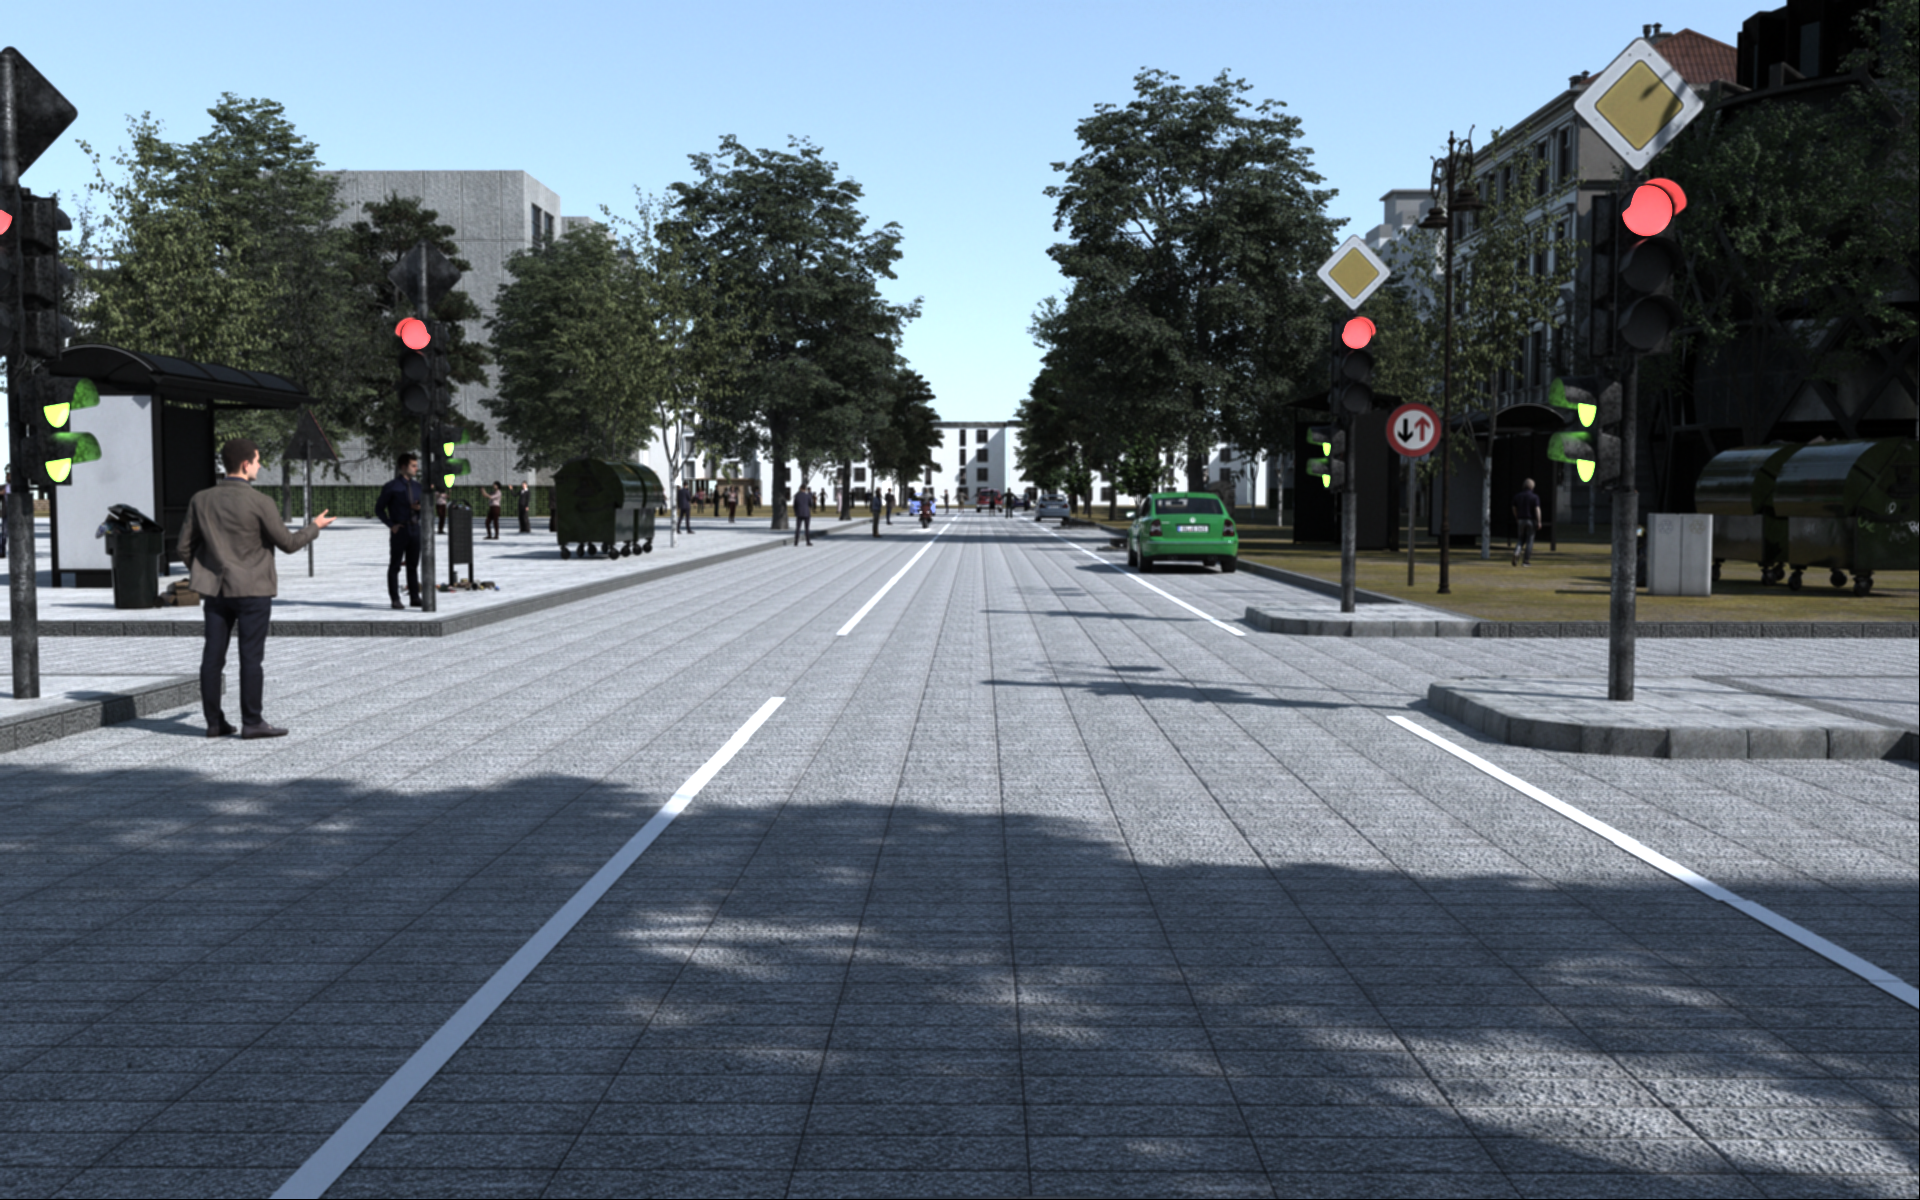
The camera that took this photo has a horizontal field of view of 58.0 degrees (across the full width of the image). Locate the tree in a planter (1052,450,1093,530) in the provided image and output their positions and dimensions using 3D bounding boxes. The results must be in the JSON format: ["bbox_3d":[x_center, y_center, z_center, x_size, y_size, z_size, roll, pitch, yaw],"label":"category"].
[{"bbox_3d":[4.777,-4.490,70.628,1.991,3.239,1.994,0,4,1],"label":"tree in a planter"}]

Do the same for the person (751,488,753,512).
[{"bbox_3d":[-14.825,-7.055,122.117,0.721,1.735,1.217,-1,4,-19],"label":"person"}]

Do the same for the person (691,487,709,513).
[{"bbox_3d":[-17.404,-6.685,116.067,1.217,1.743,0.721,0,4,-4],"label":"person"}]

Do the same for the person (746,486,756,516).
[{"bbox_3d":[-12.265,-5.799,101.590,0.721,1.736,1.217,-2,4,-34],"label":"person"}]

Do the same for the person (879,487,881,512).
[{"bbox_3d":[-5.642,-6.881,119.256,0.721,1.736,1.217,-1,4,-9],"label":"person"}]

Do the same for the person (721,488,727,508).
[{"bbox_3d":[-22.316,-9.728,164.728,1.348,1.869,0.705,3,4,39],"label":"person"}]

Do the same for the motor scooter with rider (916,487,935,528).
[{"bbox_3d":[-1.477,-3.911,72.910,0.876,1.779,1.986,0,4,2],"label":"motor scooter with rider"}]

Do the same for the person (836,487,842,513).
[{"bbox_3d":[-7.878,-6.576,114.235,0.551,1.740,0.621,-2,4,-32],"label":"person"}]

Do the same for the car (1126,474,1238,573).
[{"bbox_3d":[4.180,-1.479,32.976,1.959,1.807,4.718,0,4,1],"label":"car"}]

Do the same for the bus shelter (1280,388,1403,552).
[{"bbox_3d":[9.077,-3.080,41.640,1.731,3.624,6.357,0,4,1],"label":"bus shelter"}]

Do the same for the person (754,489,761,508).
[{"bbox_3d":[-18.228,-9.167,156.376,0.683,1.767,0.568,-3,5,-42],"label":"person"}]

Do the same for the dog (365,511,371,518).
[{"bbox_3d":[-31.029,-4.481,90.997,0.550,0.427,0.748,2,4,34],"label":"dog"}]

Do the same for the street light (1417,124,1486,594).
[{"bbox_3d":[6.253,-3.022,22.200,0.468,5.910,1.993,0,4,1],"label":"street light"}]

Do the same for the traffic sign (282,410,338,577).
[{"bbox_3d":[-10.045,-1.635,26.742,0.884,2.594,0.081,0,4,4],"label":"traffic sign"}]

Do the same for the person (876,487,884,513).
[{"bbox_3d":[-5.459,-6.796,117.674,0.721,1.766,1.217,1,4,20],"label":"person"}]

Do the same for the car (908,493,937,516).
[{"bbox_3d":[-2.464,-6.372,113.772,1.945,1.707,3.694,0,4,-1],"label":"car"}]

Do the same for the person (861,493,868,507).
[{"bbox_3d":[-9.278,-9.904,171.234,1.065,1.426,0.557,0,4,0],"label":"person"}]

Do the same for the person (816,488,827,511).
[{"bbox_3d":[-10.183,-7.399,127.734,0.721,1.735,1.217,3,4,38],"label":"person"}]

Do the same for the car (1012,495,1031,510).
[{"bbox_3d":[5.609,-9.061,160.724,1.945,1.354,3.894,0,4,-1],"label":"car"}]

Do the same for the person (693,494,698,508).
[{"bbox_3d":[-24.159,-9.143,158.757,0.697,1.427,0.421,-1,4,-15],"label":"person"}]

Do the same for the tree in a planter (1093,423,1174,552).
[{"bbox_3d":[4.479,-2.842,43.686,1.991,3.239,1.994,0,4,1],"label":"tree in a planter"}]

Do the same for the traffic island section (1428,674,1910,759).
[{"bbox_3d":[4.143,0.702,10.803,2.009,0.180,2.903,0,4,1],"label":"traffic island section"}]

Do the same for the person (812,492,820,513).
[{"bbox_3d":[-9.796,-6.586,116.976,0.557,1.426,1.065,-2,4,-33],"label":"person"}]

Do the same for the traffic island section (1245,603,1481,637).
[{"bbox_3d":[4.228,0.214,18.788,2.009,0.180,2.903,0,4,1],"label":"traffic island section"}]

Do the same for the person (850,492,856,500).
[{"bbox_3d":[-9.302,-8.424,144.601,1.217,1.723,0.721,0,4,3],"label":"person"}]

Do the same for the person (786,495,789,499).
[{"bbox_3d":[-12.733,-7.213,123.935,1.348,1.831,0.705,3,5,40],"label":"person"}]

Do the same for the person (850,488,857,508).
[{"bbox_3d":[-9.950,-9.406,159.853,0.705,1.821,1.348,3,4,37],"label":"person"}]

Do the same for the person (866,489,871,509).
[{"bbox_3d":[-8.058,-8.941,153.146,0.541,1.710,0.530,2,4,25],"label":"person"}]

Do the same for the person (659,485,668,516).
[{"bbox_3d":[-17.783,-5.946,103.268,0.705,1.823,1.348,1,4,12],"label":"person"}]

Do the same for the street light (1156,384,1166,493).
[{"bbox_3d":[6.636,-5.225,58.212,0.468,5.910,1.993,0,4,1],"label":"street light"}]

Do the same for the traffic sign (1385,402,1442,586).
[{"bbox_3d":[6.283,-1.465,24.059,0.768,2.556,0.104,0,4,6],"label":"traffic sign"}]

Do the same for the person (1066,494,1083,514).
[{"bbox_3d":[7.547,-6.614,114.144,1.348,1.831,0.705,-2,4,-25],"label":"person"}]

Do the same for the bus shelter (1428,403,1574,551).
[{"bbox_3d":[12.633,-2.896,41.266,2.014,3.302,5.546,0,4,0],"label":"bus shelter"}]

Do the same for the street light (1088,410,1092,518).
[{"bbox_3d":[7.010,-7.380,93.444,0.468,5.910,1.993,0,4,1],"label":"street light"}]

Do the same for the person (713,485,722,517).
[{"bbox_3d":[-13.720,-5.615,97.877,0.705,1.821,1.348,-2,4,-25],"label":"person"}]

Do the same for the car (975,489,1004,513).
[{"bbox_3d":[2.299,-7.694,134.467,2.281,1.827,5.304,0,4,1],"label":"car"}]

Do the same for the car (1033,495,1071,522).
[{"bbox_3d":[4.827,-4.819,90.785,2.014,1.417,4.499,0,4,1],"label":"car"}]

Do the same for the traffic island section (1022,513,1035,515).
[{"bbox_3d":[5.305,-5.978,120.603,1.991,0.108,1.994,0,4,1],"label":"traffic island section"}]

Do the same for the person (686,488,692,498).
[{"bbox_3d":[-22.850,-8.530,145.471,0.705,1.831,1.348,-2,4,-33],"label":"person"}]

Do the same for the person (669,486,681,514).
[{"bbox_3d":[-17.917,-6.388,110.492,1.348,1.824,0.705,1,4,12],"label":"person"}]

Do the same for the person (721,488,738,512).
[{"bbox_3d":[-16.718,-7.260,125.468,1.217,1.736,0.721,0,4,5],"label":"person"}]

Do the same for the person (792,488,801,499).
[{"bbox_3d":[-11.624,-7.358,126.354,1.348,1.824,0.705,1,4,12],"label":"person"}]

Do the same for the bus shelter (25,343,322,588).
[{"bbox_3d":[-11.639,-1.967,26.081,2.014,3.302,5.546,0,4,1],"label":"bus shelter"}]
